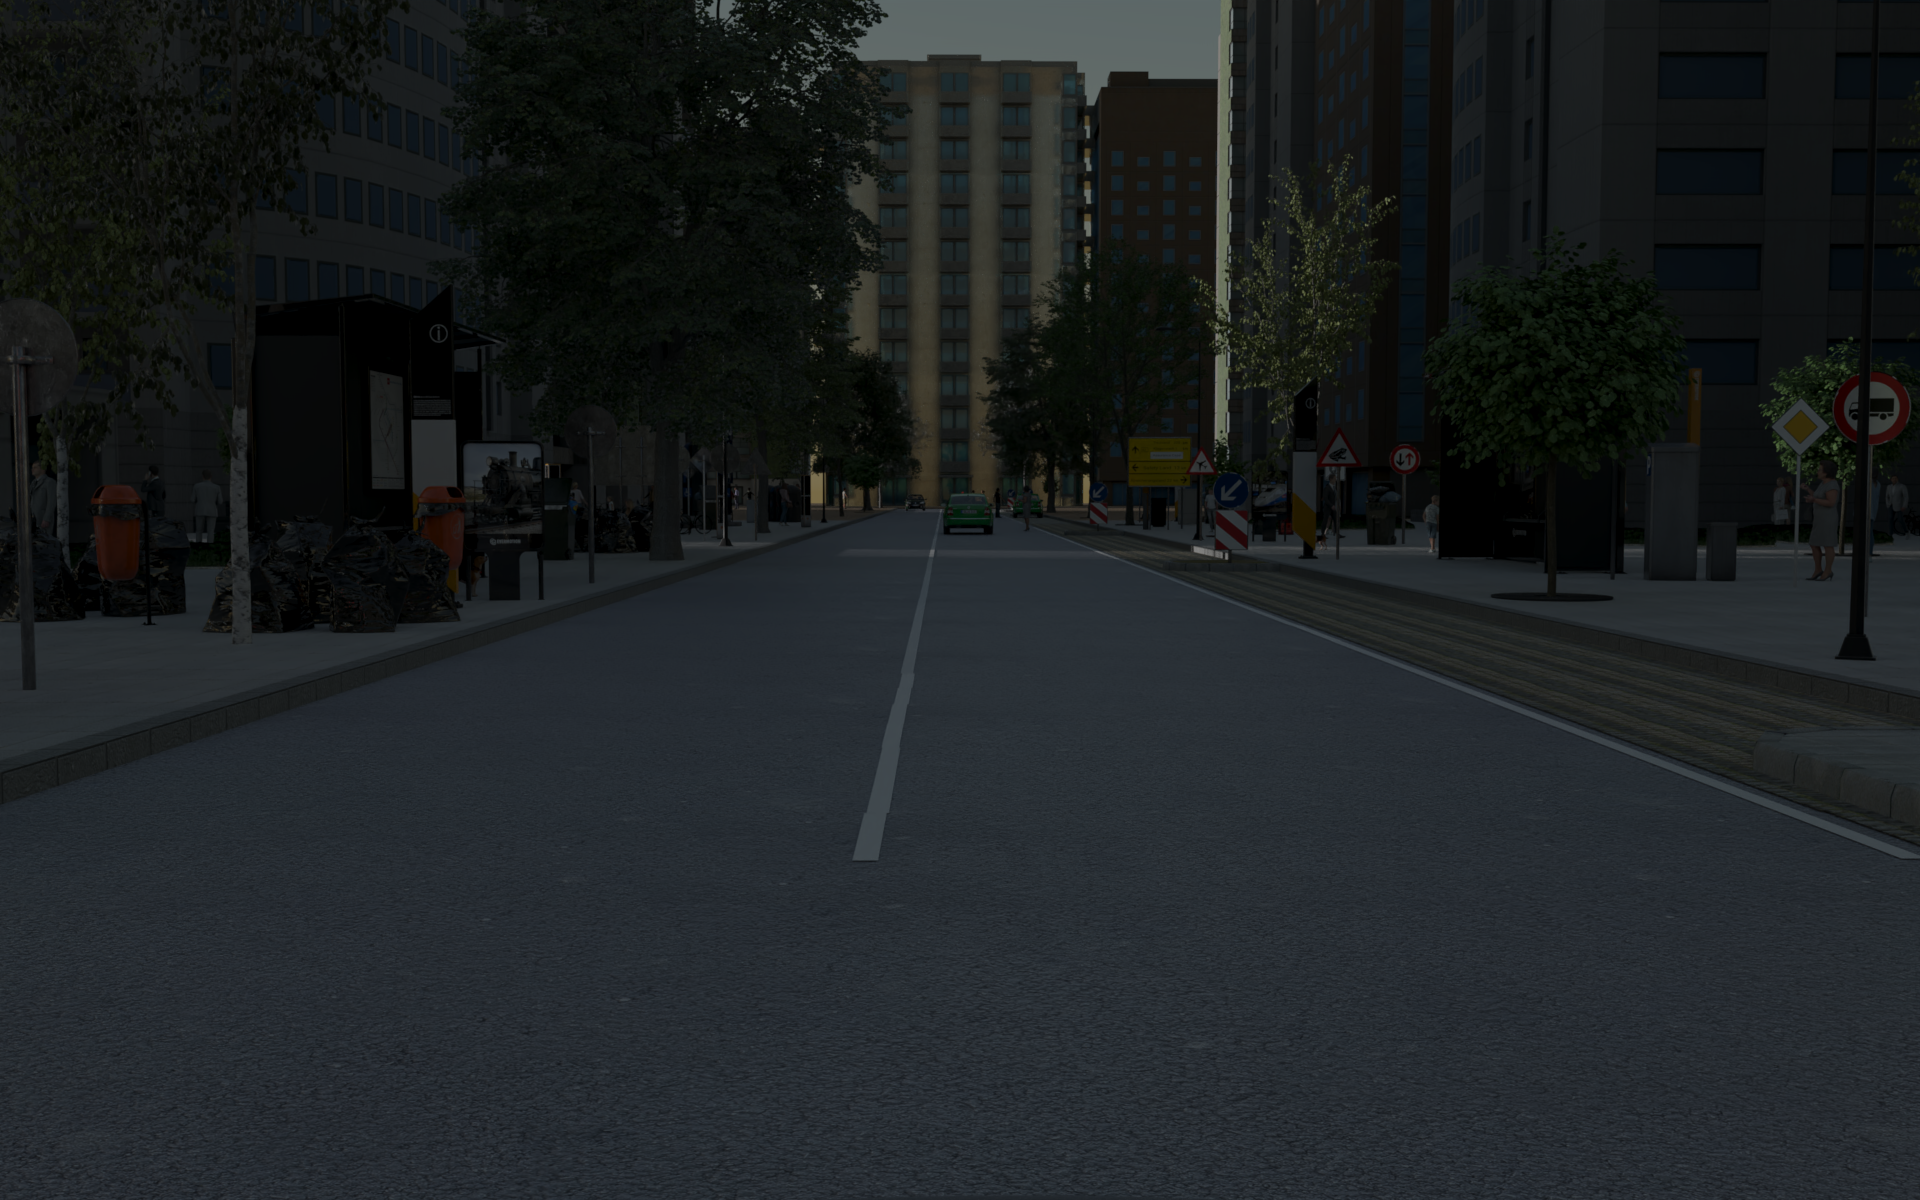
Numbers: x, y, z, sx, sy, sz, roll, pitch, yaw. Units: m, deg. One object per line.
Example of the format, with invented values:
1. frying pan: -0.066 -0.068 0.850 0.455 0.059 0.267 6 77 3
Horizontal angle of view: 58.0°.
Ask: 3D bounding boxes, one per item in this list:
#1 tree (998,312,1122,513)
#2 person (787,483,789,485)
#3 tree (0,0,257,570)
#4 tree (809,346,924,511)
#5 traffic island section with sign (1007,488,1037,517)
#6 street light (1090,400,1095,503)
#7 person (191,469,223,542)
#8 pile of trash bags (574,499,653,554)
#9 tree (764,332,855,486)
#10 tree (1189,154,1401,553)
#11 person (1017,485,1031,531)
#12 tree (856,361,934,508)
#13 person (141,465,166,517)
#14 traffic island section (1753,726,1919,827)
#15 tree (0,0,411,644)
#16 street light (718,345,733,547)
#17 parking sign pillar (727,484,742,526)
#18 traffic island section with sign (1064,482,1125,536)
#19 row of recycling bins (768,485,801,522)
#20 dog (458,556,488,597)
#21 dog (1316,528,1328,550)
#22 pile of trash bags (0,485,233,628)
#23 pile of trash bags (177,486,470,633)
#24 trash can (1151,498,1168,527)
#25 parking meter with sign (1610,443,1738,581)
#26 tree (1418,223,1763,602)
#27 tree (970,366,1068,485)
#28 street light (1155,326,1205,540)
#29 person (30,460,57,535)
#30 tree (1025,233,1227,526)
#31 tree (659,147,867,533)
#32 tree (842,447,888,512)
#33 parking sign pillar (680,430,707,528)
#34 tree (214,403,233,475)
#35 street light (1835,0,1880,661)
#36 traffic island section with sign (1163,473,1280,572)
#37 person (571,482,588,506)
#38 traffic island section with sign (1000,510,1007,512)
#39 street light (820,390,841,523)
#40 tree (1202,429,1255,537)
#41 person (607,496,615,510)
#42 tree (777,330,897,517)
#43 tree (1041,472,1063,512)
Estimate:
1. tree: 6.157 -12.964 118.610 9.857 13.997 8.962 0 3 0
2. person: -8.230 -4.689 82.990 0.520 1.790 0.573 1 4 19
3. tree: -11.953 -4.464 23.342 4.737 8.622 4.395 0 3 0
4. tree: -7.323 -13.298 134.432 9.611 12.733 9.660 0 3 0
5. traffic island section with sign: 4.196 -6.227 110.440 1.989 1.847 2.006 0 4 -1
6. street light: 5.861 -6.754 82.966 1.470 5.913 1.316 0 4 -1
7. person: -15.635 -1.817 35.951 0.606 1.804 0.583 -2 4 -27
8. pile of trash bags: -8.302 -1.779 38.833 3.447 1.369 1.912 3 4 38
9. tree: -6.559 -7.504 73.056 4.360 8.622 3.978 0 3 0
10. tree: 7.414 -5.328 37.475 4.737 8.622 4.395 0 3 0
11. person: 2.528 -3.567 67.177 0.532 1.782 0.716 1 4 22
12. tree: -7.398 -15.166 158.336 12.009 13.543 11.850 0 3 0
13. person: -17.340 -1.947 37.239 0.474 1.900 0.648 -1 4 -20
14. traffic island section: 5.098 0.868 8.085 2.009 0.180 2.903 0 4 -1
15. tree: -6.391 -3.930 14.621 4.360 8.622 3.978 0 3 0
16. street light: -5.210 -4.270 42.348 1.470 5.913 1.316 0 4 -1
17. parking sign pillar: -9.435 -4.933 69.122 1.447 3.967 1.447 -1 4 -15
18. traffic island section with sign: 4.634 -3.153 60.177 1.989 1.847 2.006 0 4 -1
19. row of recycling bins: -8.239 -4.450 79.869 1.069 1.692 3.534 -2 4 -27
20. dog: -6.241 -0.298 21.695 0.540 0.507 0.406 -3 4 -38
21. dog: 8.210 -1.397 39.677 0.406 0.507 0.540 1 4 16
22. pile of trash bags: -8.981 -0.501 17.943 1.912 1.369 3.447 -3 4 -37
23. pile of trash bags: -5.933 -0.474 17.507 1.912 1.369 3.447 1 4 11
24. trash can: 7.731 -3.411 67.421 0.748 1.137 0.748 0 3 0
25. parking meter with sign: 10.579 -1.799 25.683 1.738 3.016 0.543 1 4 10
26. tree: 7.308 -2.298 21.281 4.285 4.588 4.351 0 3 0
27. tree: 6.002 -15.090 157.088 12.009 13.543 11.850 0 3 0
28. street light: 6.107 -4.625 48.161 1.470 5.913 1.316 0 4 -1
29. person: -14.491 -1.289 27.219 0.694 1.812 0.767 2 4 33
30. tree: 6.760 -8.846 70.385 9.928 11.665 9.643 0 3 0
31. tree: -6.902 -8.471 56.632 7.486 12.596 7.792 0 3 0
32. tree: -6.648 -8.418 121.346 4.285 4.588 4.351 0 3 0
33. parking sign pillar: -9.998 -4.696 65.258 1.447 3.967 1.447 1 4 17
34. tree: -20.902 -4.196 52.314 4.285 4.588 4.351 0 3 0
35. street light: 6.435 -2.493 13.309 1.470 5.913 1.316 0 4 -1
36. traffic island section with sign: 4.880 -1.471 32.682 1.989 1.847 2.006 0 4 -1
37. person: -14.767 -3.691 67.057 0.731 1.740 0.598 -1 4 -16
38. traffic island section with sign: 3.949 -7.910 137.952 1.989 1.847 2.006 0 4 -1
39. street light: -5.517 -6.385 76.939 1.470 5.913 1.316 0 4 -1
40. tree: 7.747 -3.488 51.636 1.663 3.219 1.824 0 3 0
41. person: -12.169 -3.035 60.673 0.382 1.210 0.505 -1 4 -21
42. tree: -7.094 -10.057 98.841 7.601 10.594 8.767 0 4 0
43. tree: 6.448 -8.021 125.738 1.663 3.219 1.824 0 3 0
